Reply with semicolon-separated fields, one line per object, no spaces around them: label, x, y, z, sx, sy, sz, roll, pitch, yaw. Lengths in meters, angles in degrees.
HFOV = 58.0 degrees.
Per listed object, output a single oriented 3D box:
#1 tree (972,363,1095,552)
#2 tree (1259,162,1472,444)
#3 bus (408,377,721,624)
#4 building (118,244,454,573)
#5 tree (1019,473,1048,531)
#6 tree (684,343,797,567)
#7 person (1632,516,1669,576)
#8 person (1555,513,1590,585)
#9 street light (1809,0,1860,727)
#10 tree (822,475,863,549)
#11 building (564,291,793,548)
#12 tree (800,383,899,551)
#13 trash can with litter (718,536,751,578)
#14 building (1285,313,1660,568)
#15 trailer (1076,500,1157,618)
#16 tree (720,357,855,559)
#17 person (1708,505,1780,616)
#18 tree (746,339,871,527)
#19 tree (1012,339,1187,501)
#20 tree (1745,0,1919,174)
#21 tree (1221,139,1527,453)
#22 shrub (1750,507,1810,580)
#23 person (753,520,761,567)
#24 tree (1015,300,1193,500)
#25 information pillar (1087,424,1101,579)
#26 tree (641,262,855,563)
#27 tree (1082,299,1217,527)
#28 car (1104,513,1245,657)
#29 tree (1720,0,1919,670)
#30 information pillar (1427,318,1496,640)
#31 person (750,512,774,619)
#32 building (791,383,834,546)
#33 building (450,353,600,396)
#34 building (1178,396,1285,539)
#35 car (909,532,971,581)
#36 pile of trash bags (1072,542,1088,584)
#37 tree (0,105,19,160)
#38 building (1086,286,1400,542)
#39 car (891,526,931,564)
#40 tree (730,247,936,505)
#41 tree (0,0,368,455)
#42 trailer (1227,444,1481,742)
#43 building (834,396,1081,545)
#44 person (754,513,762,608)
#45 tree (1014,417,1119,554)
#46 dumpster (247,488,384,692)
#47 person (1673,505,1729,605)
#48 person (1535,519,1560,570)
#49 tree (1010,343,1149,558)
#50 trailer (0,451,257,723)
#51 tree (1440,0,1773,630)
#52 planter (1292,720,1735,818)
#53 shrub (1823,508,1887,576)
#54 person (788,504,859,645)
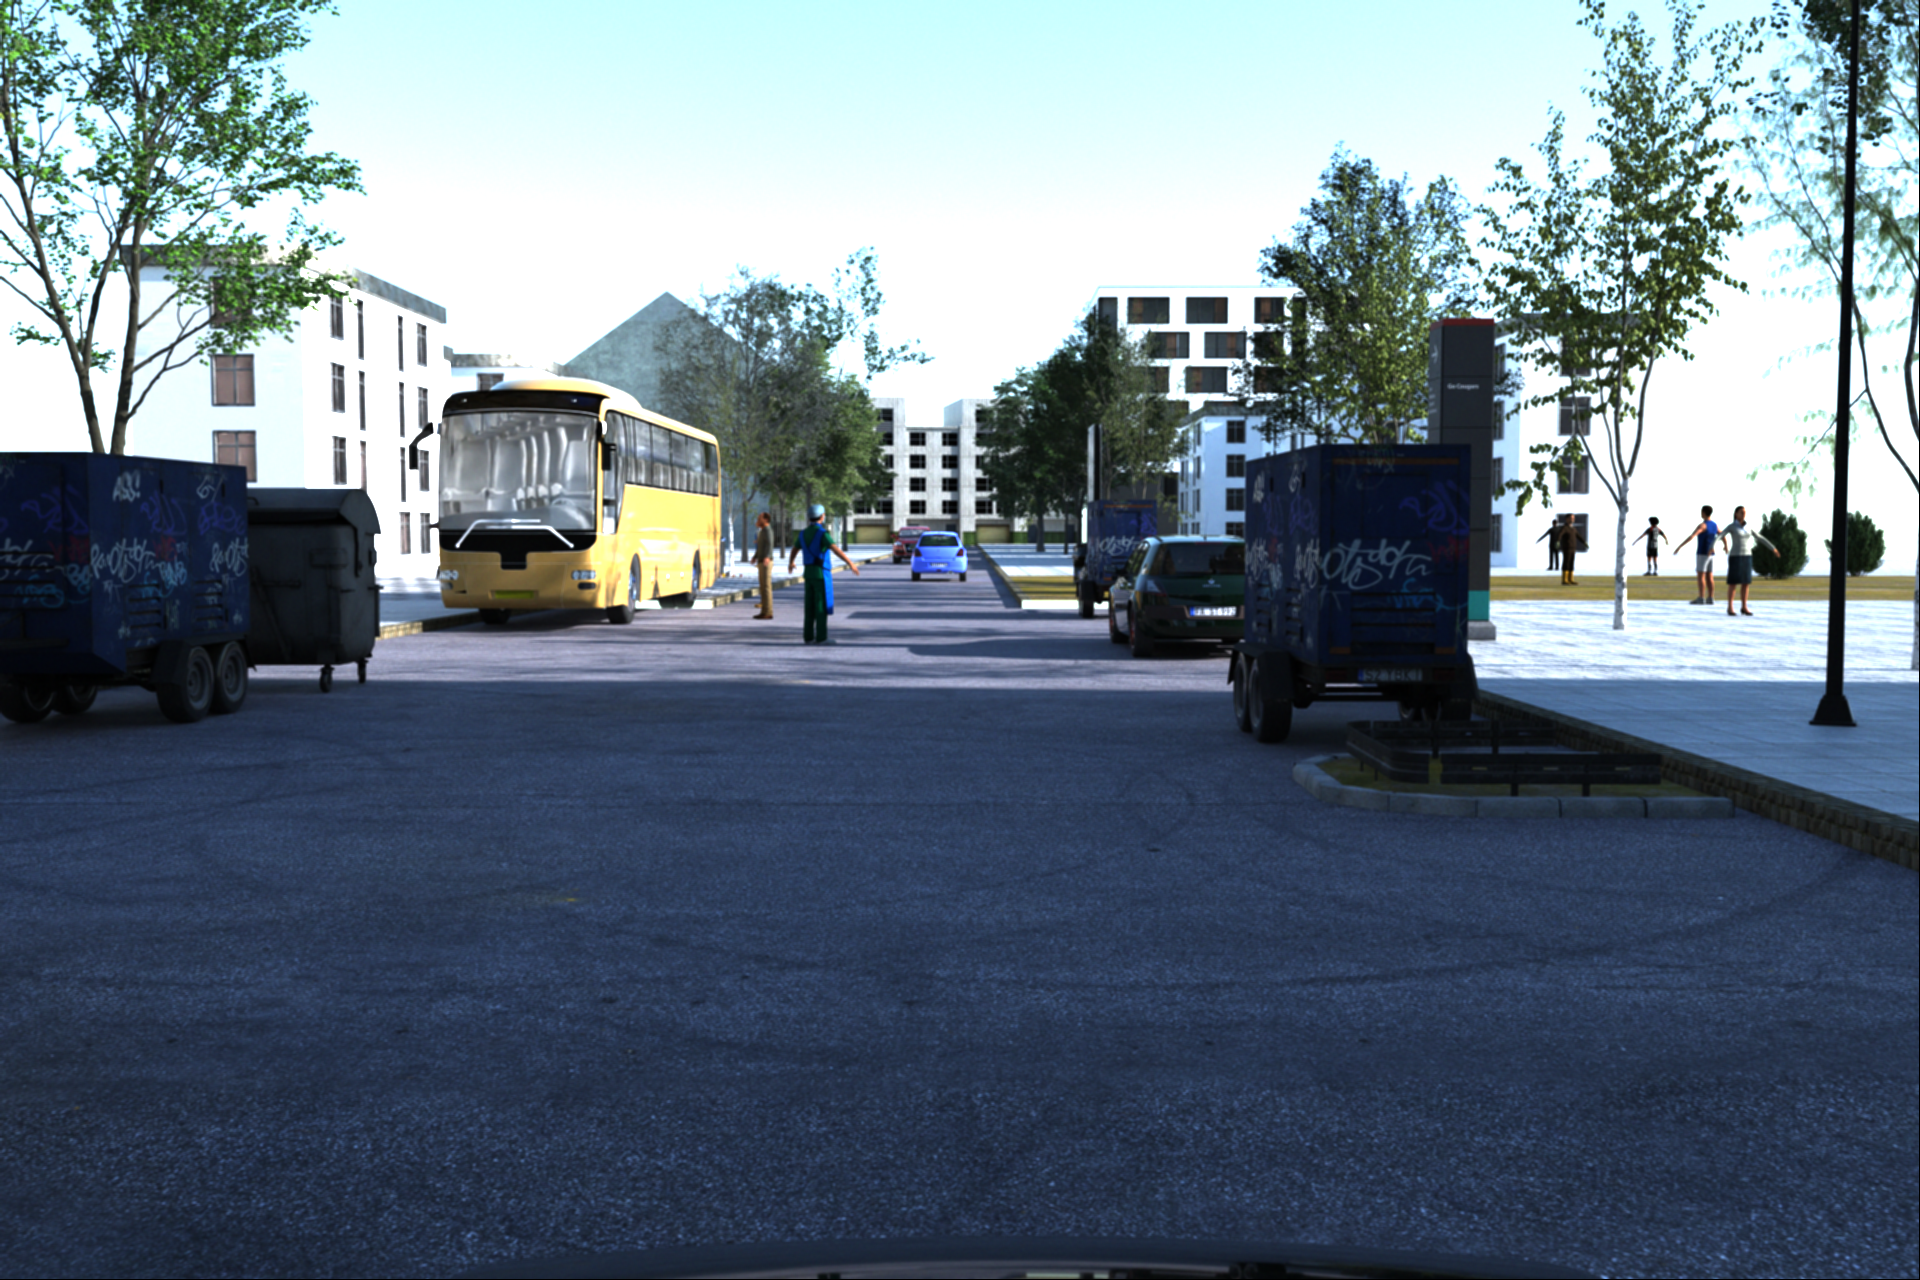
tree;5.770;-13.406;125.839;9.857;13.997;8.962;0;3;0
tree;8.222;-5.110;33.914;4.737;8.622;4.395;0;3;0
bus;-6.401;-2.403;30.844;2.896;3.916;12.252;0;4;1
building;-23.571;-7.474;64.346;9.099;9.664;28.070;0;4;0
tree;6.215;-11.598;139.985;4.737;8.622;4.395;0;3;0
tree;-9.092;-7.159;67.413;4.360;8.622;3.978;0;3;0
person;21.360;-2.894;53.465;1.345;1.843;0.704;-1;4;-18
person;15.410;-2.301;43.756;1.346;1.812;0.704;-3;4;-36
street light;6.447;-2.384;11.521;1.470;5.913;1.316;0;3;0
tree;-9.503;-11.343;135.820;4.360;8.622;3.978;0;3;0
building;-26.347;-20.493;165.983;19.493;23.208;18.063;0;4;1
tree;-8.336;-12.866;128.484;7.486;12.596;7.792;0;3;0
trash can with litter;-6.974;-2.488;51.735;1.678;1.210;2.233;0;4;1
building;21.978;-8.420;79.822;9.099;9.664;28.070;0;3;0
trailer;2.786;-1.440;30.601;1.471;1.999;3.904;0;4;0
tree;-9.068;-9.536;90.322;8.767;10.594;7.601;2;4;28
person;12.330;-1.251;27.289;1.217;1.735;0.721;-1;4;-9
tree;-8.826;-11.159;100.580;7.486;12.596;7.792;0;3;0
tree;6.366;-8.912;80.121;8.767;10.594;7.601;1;4;10
tree;24.759;-11.210;39.171;12.611;20.169;13.585;0;3;0
tree;9.799;-6.556;41.607;7.601;10.594;8.767;0;4;5
shrub;23.035;-2.734;48.740;1.661;2.075;1.752;0;3;0
person;-7.780;-3.722;66.707;0.705;1.847;1.347;-1;4;-12
tree;5.740;-8.291;69.966;7.601;10.594;8.767;-1;4;-12
information pillar;2.924;-2.838;37.711;0.184;3.620;1.656;0;3;0
tree;-9.586;-10.217;77.419;12.009;13.543;11.850;0;3;0
tree;5.629;-6.368;54.477;4.360;8.622;3.978;0;3;0
car;2.840;-0.719;21.551;2.009;1.686;4.222;0;4;0
tree;8.953;-4.008;15.894;4.360;8.622;3.978;0;3;0
information pillar;6.089;-1.942;21.132;0.750;3.857;0.750;0;4;1
person;-3.315;-1.253;29.220;0.705;1.796;1.348;-1;4;-16
building;-24.219;-20.627;203.709;16.747;18.905;31.486;0;4;-1
building;-24.189;-9.325;94.616;9.099;9.664;28.070;0;3;0
building;20.505;-10.514;114.048;9.099;9.664;28.070;0;4;0
car;-0.636;-2.698;53.706;1.945;1.707;3.694;0;4;0
pile of trash bags;3.860;-2.152;44.933;1.912;1.369;3.447;0;4;1
tree;-12.270;-4.124;17.783;4.737;8.622;4.395;0;3;0
building;25.432;-19.278;159.171;27.936;21.610;32.646;0;4;0
car;-2.228;-4.681;85.215;2.281;1.827;5.304;0;3;0
tree;-8.318;-15.759;113.546;12.611;20.169;13.585;0;3;0
tree;-12.986;-6.139;26.130;9.928;11.665;9.643;0;3;0
trailer;2.731;-0.360;12.939;1.471;1.999;3.904;0;4;-1
building;-1.000;-22.132;230.768;31.486;18.905;16.747;-1;4;-9
person;-3.856;-1.558;33.791;0.705;1.847;1.347;-1;4;-10
tree;6.980;-10.695;109.282;7.601;10.594;8.767;-3;4;-36
dumpster;-6.446;-0.482;16.092;1.865;1.857;1.264;0;3;0
person;13.555;-1.552;31.539;1.345;1.807;0.704;-2;4;-26
person;21.061;-3.376;61.430;1.346;1.802;0.704;-1;4;-13
tree;6.377;-10.169;92.022;9.928;11.665;9.643;0;3;0
trailer;-6.499;-0.348;12.739;1.471;1.999;3.904;0;3;0
tree;8.833;-4.457;23.237;4.737;8.622;4.395;0;3;0
planter;2.935;0.697;9.747;1.991;0.319;1.994;0;4;1
shrub;27.213;-2.972;52.641;1.661;2.075;1.752;0;3;0
person;-1.840;-0.854;22.549;1.347;1.817;0.704;3;5;45
